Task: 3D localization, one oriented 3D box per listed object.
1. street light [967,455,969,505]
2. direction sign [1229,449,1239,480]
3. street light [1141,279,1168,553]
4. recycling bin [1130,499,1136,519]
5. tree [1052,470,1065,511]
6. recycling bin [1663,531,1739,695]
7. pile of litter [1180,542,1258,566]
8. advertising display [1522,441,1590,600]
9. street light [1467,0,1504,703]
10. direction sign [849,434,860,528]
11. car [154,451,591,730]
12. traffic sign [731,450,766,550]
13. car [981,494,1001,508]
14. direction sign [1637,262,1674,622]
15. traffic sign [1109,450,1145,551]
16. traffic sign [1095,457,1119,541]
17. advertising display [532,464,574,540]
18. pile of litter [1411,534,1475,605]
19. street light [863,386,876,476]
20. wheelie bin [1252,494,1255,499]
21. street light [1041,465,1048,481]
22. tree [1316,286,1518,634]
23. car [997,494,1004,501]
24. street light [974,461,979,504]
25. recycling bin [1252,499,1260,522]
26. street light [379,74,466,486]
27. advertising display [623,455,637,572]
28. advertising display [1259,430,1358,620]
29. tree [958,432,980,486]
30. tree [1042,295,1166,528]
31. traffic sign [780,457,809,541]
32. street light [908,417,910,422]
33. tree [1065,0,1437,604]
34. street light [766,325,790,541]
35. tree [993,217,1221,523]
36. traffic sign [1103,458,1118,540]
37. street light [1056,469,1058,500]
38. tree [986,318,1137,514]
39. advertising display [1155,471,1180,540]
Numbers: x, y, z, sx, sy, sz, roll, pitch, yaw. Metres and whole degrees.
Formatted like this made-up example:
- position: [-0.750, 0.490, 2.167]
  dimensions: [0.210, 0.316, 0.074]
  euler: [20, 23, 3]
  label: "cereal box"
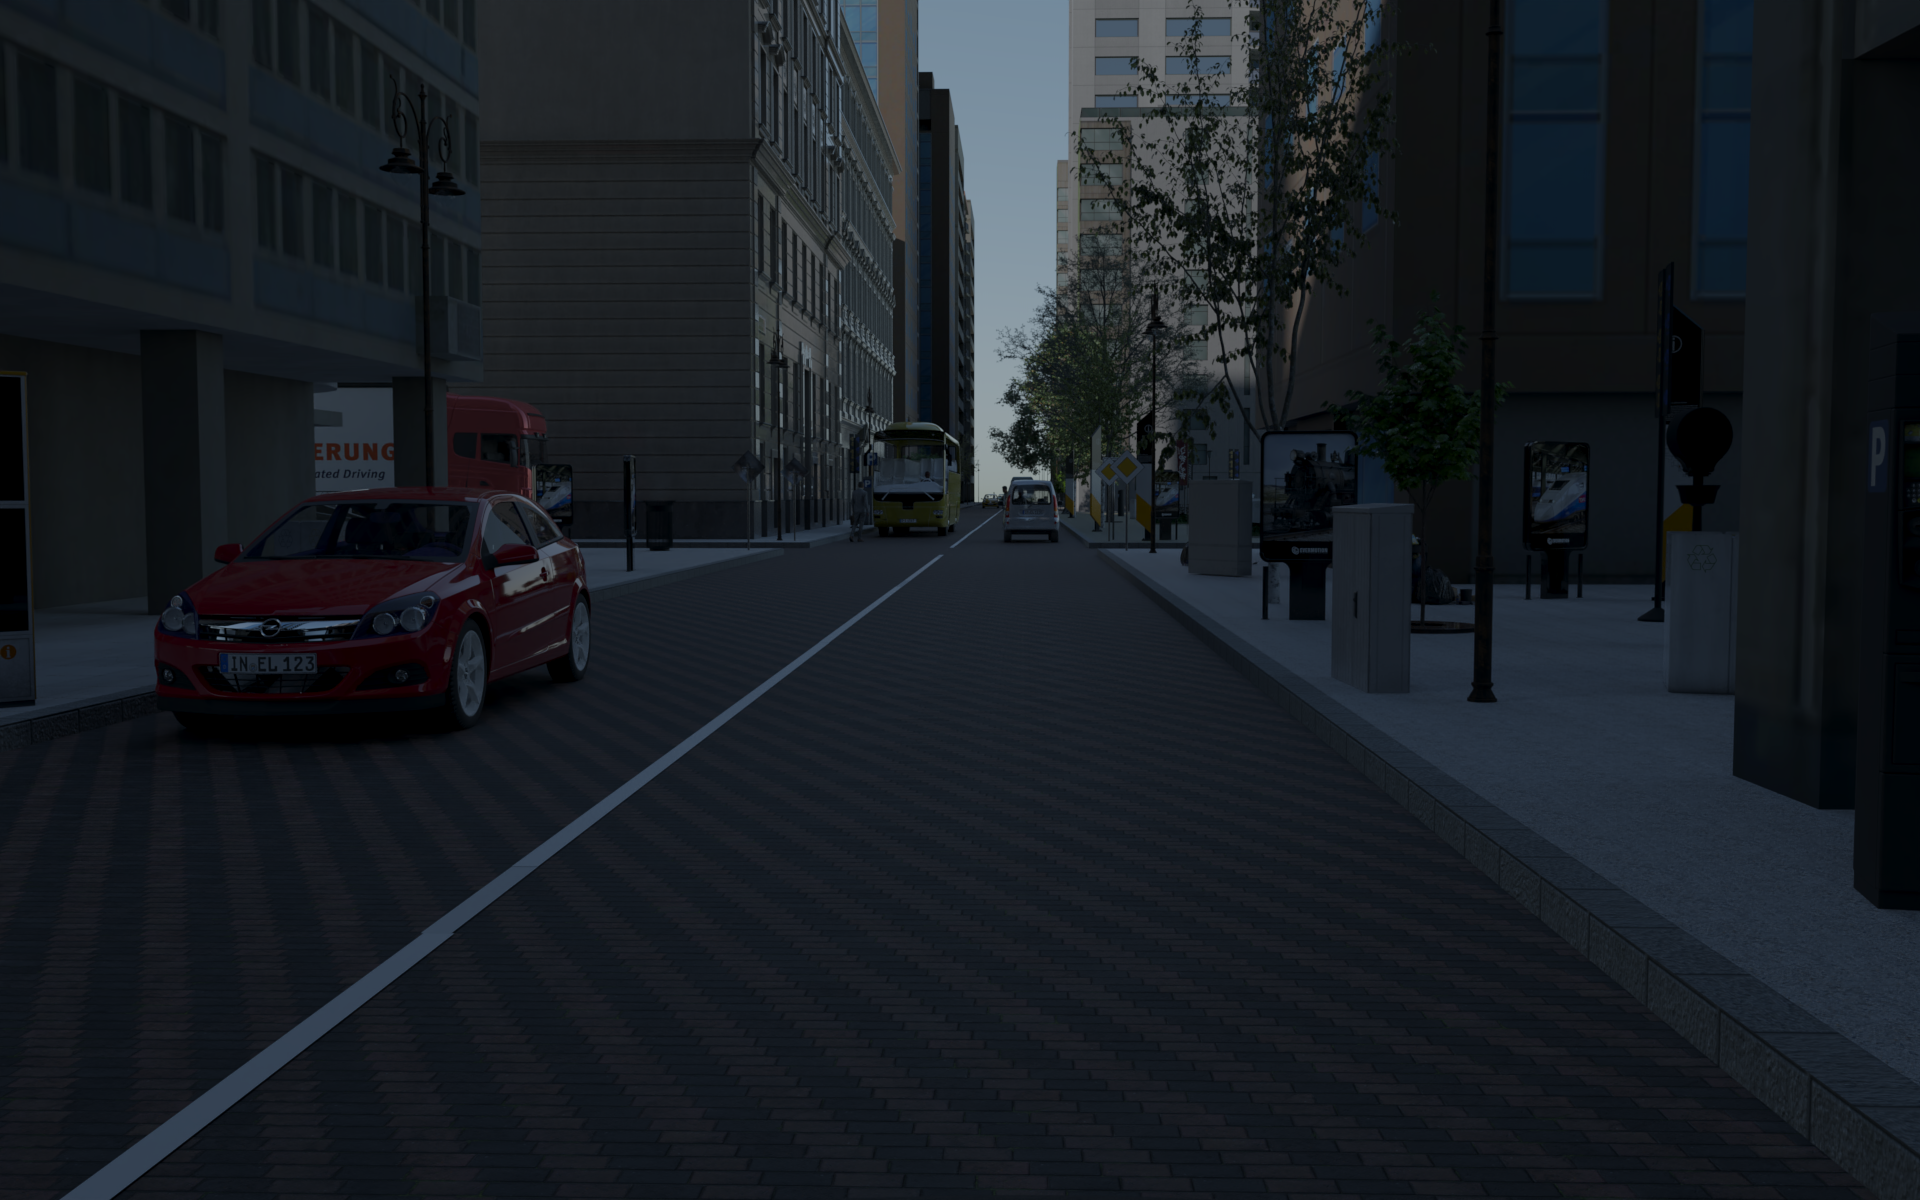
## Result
- position: [0.897, -14.350, 207.404]
  dimensions: [0.468, 5.910, 1.993]
  euler: [0, 4, 2]
  label: "street light"
- position: [13.737, -5.810, 86.993]
  dimensions: [0.379, 3.537, 0.876]
  euler: [3, 5, 41]
  label: "direction sign"
- position: [4.195, -3.957, 37.487]
  dimensions: [0.468, 5.910, 1.993]
  euler: [0, 4, 2]
  label: "street light"
- position: [9.186, -4.679, 89.051]
  dimensions: [0.722, 1.027, 0.722]
  euler: [-1, 4, -13]
  label: "recycling bin"
- position: [7.698, -8.552, 134.433]
  dimensions: [1.663, 3.219, 1.824]
  euler: [0, 3, 0]
  label: "tree"
- position: [5.030, 0.073, 11.365]
  dimensions: [0.722, 1.027, 0.722]
  euler: [1, 4, 19]
  label: "recycling bin"
- position: [4.693, -1.059, 31.286]
  dimensions: [1.719, 0.858, 1.176]
  euler: [-2, 4, -25]
  label: "pile of litter"
- position: [7.287, -0.976, 21.178]
  dimensions: [0.974, 1.923, 0.123]
  euler: [-2, 4, -26]
  label: "advertising display"
- position: [3.233, -2.309, 10.546]
  dimensions: [0.468, 5.910, 1.993]
  euler: [0, 4, 2]
  label: "street light"
- position: [-3.970, -4.481, 65.260]
  dimensions: [0.379, 3.537, 0.876]
  euler: [1, 4, 20]
  label: "direction sign"
- position: [-3.829, -0.174, 11.888]
  dimensions: [2.155, 1.783, 4.494]
  euler: [0, 4, 2]
  label: "car"
- position: [-4.820, -2.191, 39.466]
  dimensions: [0.795, 2.450, 0.064]
  euler: [0, 4, 2]
  label: "traffic sign"
- position: [3.125, -10.105, 175.442]
  dimensions: [2.015, 1.641, 3.980]
  euler: [0, 4, 2]
  label: "car"
- position: [7.044, -1.553, 17.384]
  dimensions: [0.379, 3.537, 0.876]
  euler: [1, 4, 14]
  label: "direction sign"
- position: [3.767, -2.171, 39.134]
  dimensions: [0.795, 2.450, 0.064]
  euler: [0, 4, 2]
  label: "traffic sign"
- position: [4.058, -2.659, 47.113]
  dimensions: [0.795, 2.450, 0.064]
  euler: [0, 4, 2]
  label: "traffic sign"
- position: [-8.709, -1.949, 37.077]
  dimensions: [0.123, 1.923, 0.974]
  euler: [3, 5, 40]
  label: "advertising display"
- position: [5.437, -0.408, 20.631]
  dimensions: [1.176, 0.858, 1.719]
  euler: [-2, 4, -31]
  label: "pile of litter"
- position: [-3.890, -6.225, 74.569]
  dimensions: [0.468, 5.910, 1.993]
  euler: [0, 4, 2]
  label: "street light"
- position: [11.119, -3.688, 68.209]
  dimensions: [0.980, 1.594, 0.693]
  euler: [1, 4, 13]
  label: "wheelie bin"
- position: [11.007, -15.538, 226.830]
  dimensions: [0.468, 5.910, 1.993]
  euler: [0, 4, 2]
  label: "street light"
- position: [4.418, -1.319, 16.162]
  dimensions: [1.663, 3.219, 1.824]
  euler: [0, 3, 0]
  label: "tree"
- position: [6.704, -16.023, 270.778]
  dimensions: [1.959, 1.807, 4.718]
  euler: [0, 4, 1]
  label: "car"
- position: [1.942, -16.023, 234.757]
  dimensions: [0.468, 5.910, 1.993]
  euler: [0, 4, 2]
  label: "street light"
- position: [10.719, -3.114, 63.473]
  dimensions: [0.722, 1.027, 0.722]
  euler: [1, 4, 10]
  label: "recycling bin"
- position: [-6.053, -2.868, 19.678]
  dimensions: [0.468, 5.910, 1.993]
  euler: [0, 4, 2]
  label: "street light"
- position: [-5.519, -1.454, 28.986]
  dimensions: [0.123, 1.923, 0.974]
  euler: [0, 4, -5]
  label: "advertising display"
- position: [3.537, -0.757, 17.593]
  dimensions: [0.974, 1.923, 0.123]
  euler: [1, 4, 10]
  label: "advertising display"
- position: [0.059, -15.238, 199.509]
  dimensions: [4.360, 8.622, 3.978]
  euler: [0, 3, 0]
  label: "tree"
- position: [5.516, -7.032, 65.342]
  dimensions: [4.737, 8.622, 4.395]
  euler: [0, 3, 0]
  label: "tree"
- position: [-4.530, -2.679, 47.446]
  dimensions: [0.795, 2.450, 0.064]
  euler: [0, 4, 2]
  label: "traffic sign"
- position: [-3.001, -7.904, 102.015]
  dimensions: [0.468, 5.910, 1.993]
  euler: [0, 4, 2]
  label: "street light"
- position: [3.589, -4.278, 20.308]
  dimensions: [4.360, 8.622, 3.978]
  euler: [0, 3, 0]
  label: "tree"
- position: [-4.980, -4.578, 47.633]
  dimensions: [0.468, 5.910, 1.993]
  euler: [0, 4, 2]
  label: "street light"
- position: [6.654, -10.250, 77.960]
  dimensions: [12.009, 13.543, 11.850]
  euler: [0, 3, 0]
  label: "tree"
- position: [4.302, -2.839, 48.543]
  dimensions: [0.606, 2.300, 0.079]
  euler: [0, 4, 8]
  label: "traffic sign"
- position: [8.032, -10.453, 143.701]
  dimensions: [0.468, 5.910, 1.993]
  euler: [0, 4, 2]
  label: "street light"
- position: [6.865, -11.847, 110.704]
  dimensions: [9.611, 12.733, 9.660]
  euler: [0, 3, 0]
  label: "tree"
- position: [5.733, -2.636, 48.307]
  dimensions: [0.974, 1.923, 0.123]
  euler: [-3, 4, -36]
  label: "advertising display"
